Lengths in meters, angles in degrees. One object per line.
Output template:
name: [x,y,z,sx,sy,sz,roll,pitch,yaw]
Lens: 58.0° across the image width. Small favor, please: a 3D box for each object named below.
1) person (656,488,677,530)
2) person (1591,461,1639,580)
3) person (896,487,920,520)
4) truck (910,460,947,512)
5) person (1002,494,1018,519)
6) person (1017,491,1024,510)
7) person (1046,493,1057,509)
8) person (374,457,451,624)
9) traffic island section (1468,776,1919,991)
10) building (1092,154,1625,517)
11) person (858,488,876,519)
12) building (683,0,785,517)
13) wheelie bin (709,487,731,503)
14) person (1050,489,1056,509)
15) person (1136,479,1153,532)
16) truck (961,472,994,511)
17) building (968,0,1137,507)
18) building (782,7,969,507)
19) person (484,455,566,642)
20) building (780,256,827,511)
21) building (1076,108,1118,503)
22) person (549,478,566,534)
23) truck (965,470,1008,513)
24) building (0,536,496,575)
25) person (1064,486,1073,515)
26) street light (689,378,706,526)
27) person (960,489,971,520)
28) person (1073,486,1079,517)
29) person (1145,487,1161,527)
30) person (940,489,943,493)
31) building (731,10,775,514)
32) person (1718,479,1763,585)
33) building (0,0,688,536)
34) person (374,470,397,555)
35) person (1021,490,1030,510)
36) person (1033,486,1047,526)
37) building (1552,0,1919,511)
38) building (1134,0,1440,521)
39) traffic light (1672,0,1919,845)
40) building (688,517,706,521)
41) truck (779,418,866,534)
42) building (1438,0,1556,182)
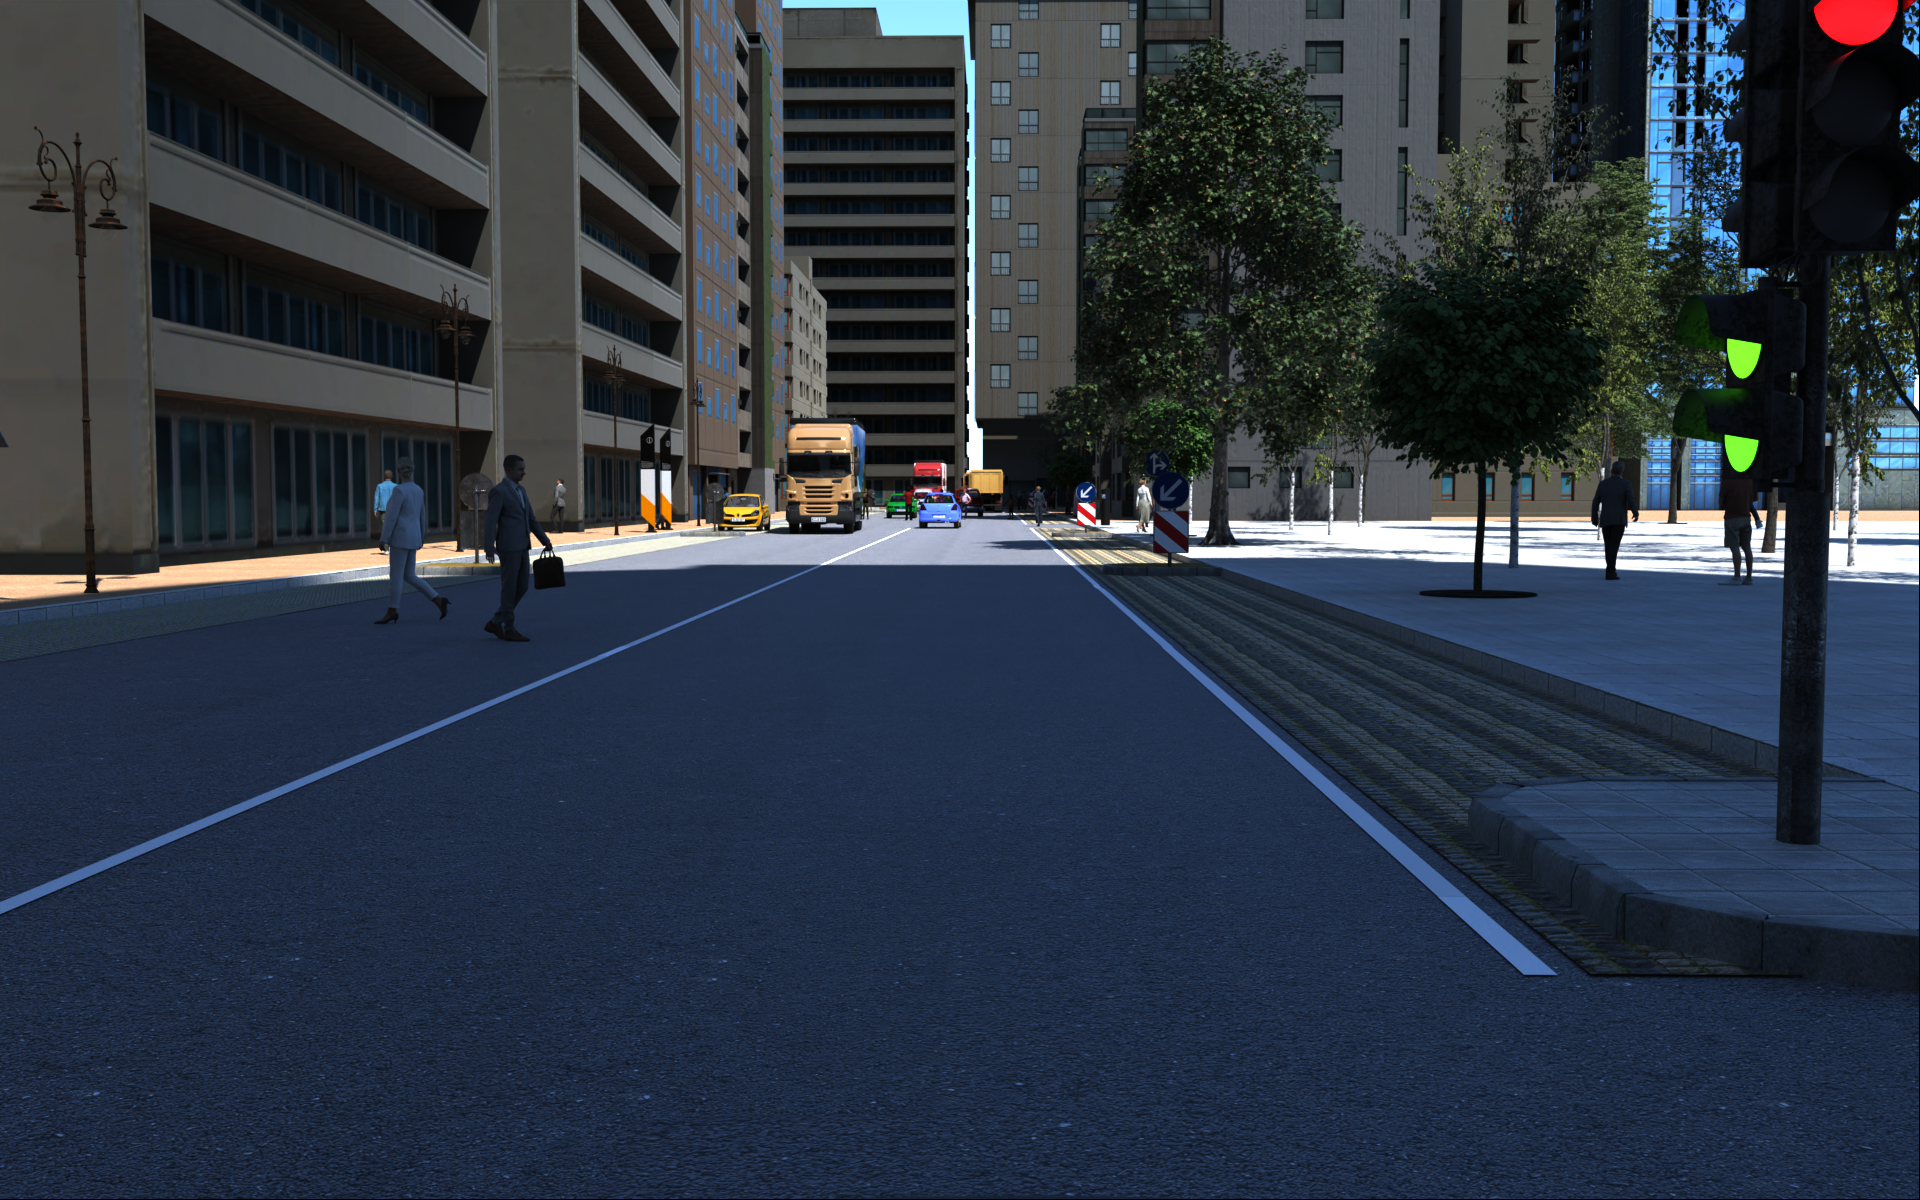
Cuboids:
person: [-10.664,-3.444,62.480,0.853,1.813,0.709,0,4,3]
person: [9.908,-1.205,26.148,0.661,1.777,0.834,3,4,37]
person: [-2.784,-5.233,94.002,1.348,1.831,0.705,0,4,-6]
truck: [-2.514,-9.529,144.717,2.839,4.237,11.283,0,4,1]
person: [2.903,-5.322,98.778,1.065,1.426,0.557,2,4,35]
person: [5.226,-8.642,150.528,0.721,1.736,1.217,-1,4,-23]
person: [7.881,-8.621,150.258,1.065,1.426,0.557,0,4,5]
person: [-6.069,-0.659,19.154,0.818,1.842,0.514,-1,4,-9]
traffic island section: [3.121,0.971,6.405,2.009,0.180,2.903,0,4,1]
building: [23.185,-16.260,110.890,27.650,21.520,28.899,0,4,1]
person: [-5.352,-5.432,97.830,1.217,1.766,0.721,1,4,10]
building: [-19.746,-28.612,117.924,14.600,45.320,14.200,0,4,1]
wheelie bin: [-10.238,-4.042,73.990,0.980,1.594,0.693,-1,4,-14]
person: [7.897,-8.580,147.040,0.721,1.736,1.217,1,4,21]
person: [6.072,-3.142,57.634,0.641,1.798,0.478,-3,4,-36]
truck: [1.716,-9.480,150.928,3.469,3.379,9.791,0,4,2]
building: [14.671,-36.148,180.255,27.495,52.752,28.713,0,4,1]
building: [-9.935,-33.867,177.422,21.600,48.544,21.300,0,4,1]
person: [-4.328,-0.505,16.874,0.853,1.813,0.709,1,4,16]
building: [-26.642,-18.174,142.184,28.899,21.520,27.650,0,4,1]
building: [16.169,-22.089,132.858,14.160,30.474,14.107,0,4,1]
person: [-13.102,-3.070,56.412,0.473,1.802,0.592,2,4,35]
truck: [2.066,-8.545,135.632,3.469,3.379,9.791,0,4,1]
building: [-23.549,-25.256,36.636,21.300,48.544,21.600,0,4,1]
person: [6.700,-6.102,106.370,0.434,1.755,0.990,-2,4,-26]
street light: [-10.447,-5.889,69.071,0.468,5.910,1.993,0,4,1]
person: [0.230,-5.368,97.201,0.436,1.711,0.756,-3,5,-45]
person: [6.498,-5.453,95.865,0.621,1.740,0.551,-2,4,-35]
person: [7.497,-3.715,66.696,0.836,1.842,0.656,2,4,30]
person: [-1.200,-6.027,107.721,1.217,1.739,0.721,-3,5,-43]
building: [-19.032,-20.299,103.590,14.160,30.474,14.107,0,4,1]
person: [11.013,-1.126,24.436,0.573,1.828,0.580,2,4,30]
building: [-23.213,-27.120,67.107,21.300,48.544,21.600,0,4,1]
person: [-11.983,-1.832,36.341,0.601,1.785,0.444,-1,4,-19]
person: [5.671,-8.845,153.191,1.350,1.814,0.705,0,4,-6]
person: [3.512,-4.143,76.667,0.576,1.772,0.534,-3,4,-37]
building: [63.395,-50.718,141.915,31.000,86.520,22.319,0,4,1]
building: [15.854,-19.396,88.827,14.160,30.474,14.107,0,4,1]
traffic light: [3.081,-1.062,6.292,0.839,4.253,0.868,0,4,1]
building: [-19.469,-26.844,89.015,14.600,45.320,14.200,0,4,1]
truck: [-5.055,-4.718,66.047,2.839,4.237,11.283,0,4,-1]
building: [37.102,-31.802,143.659,21.600,48.544,21.300,0,4,1]
